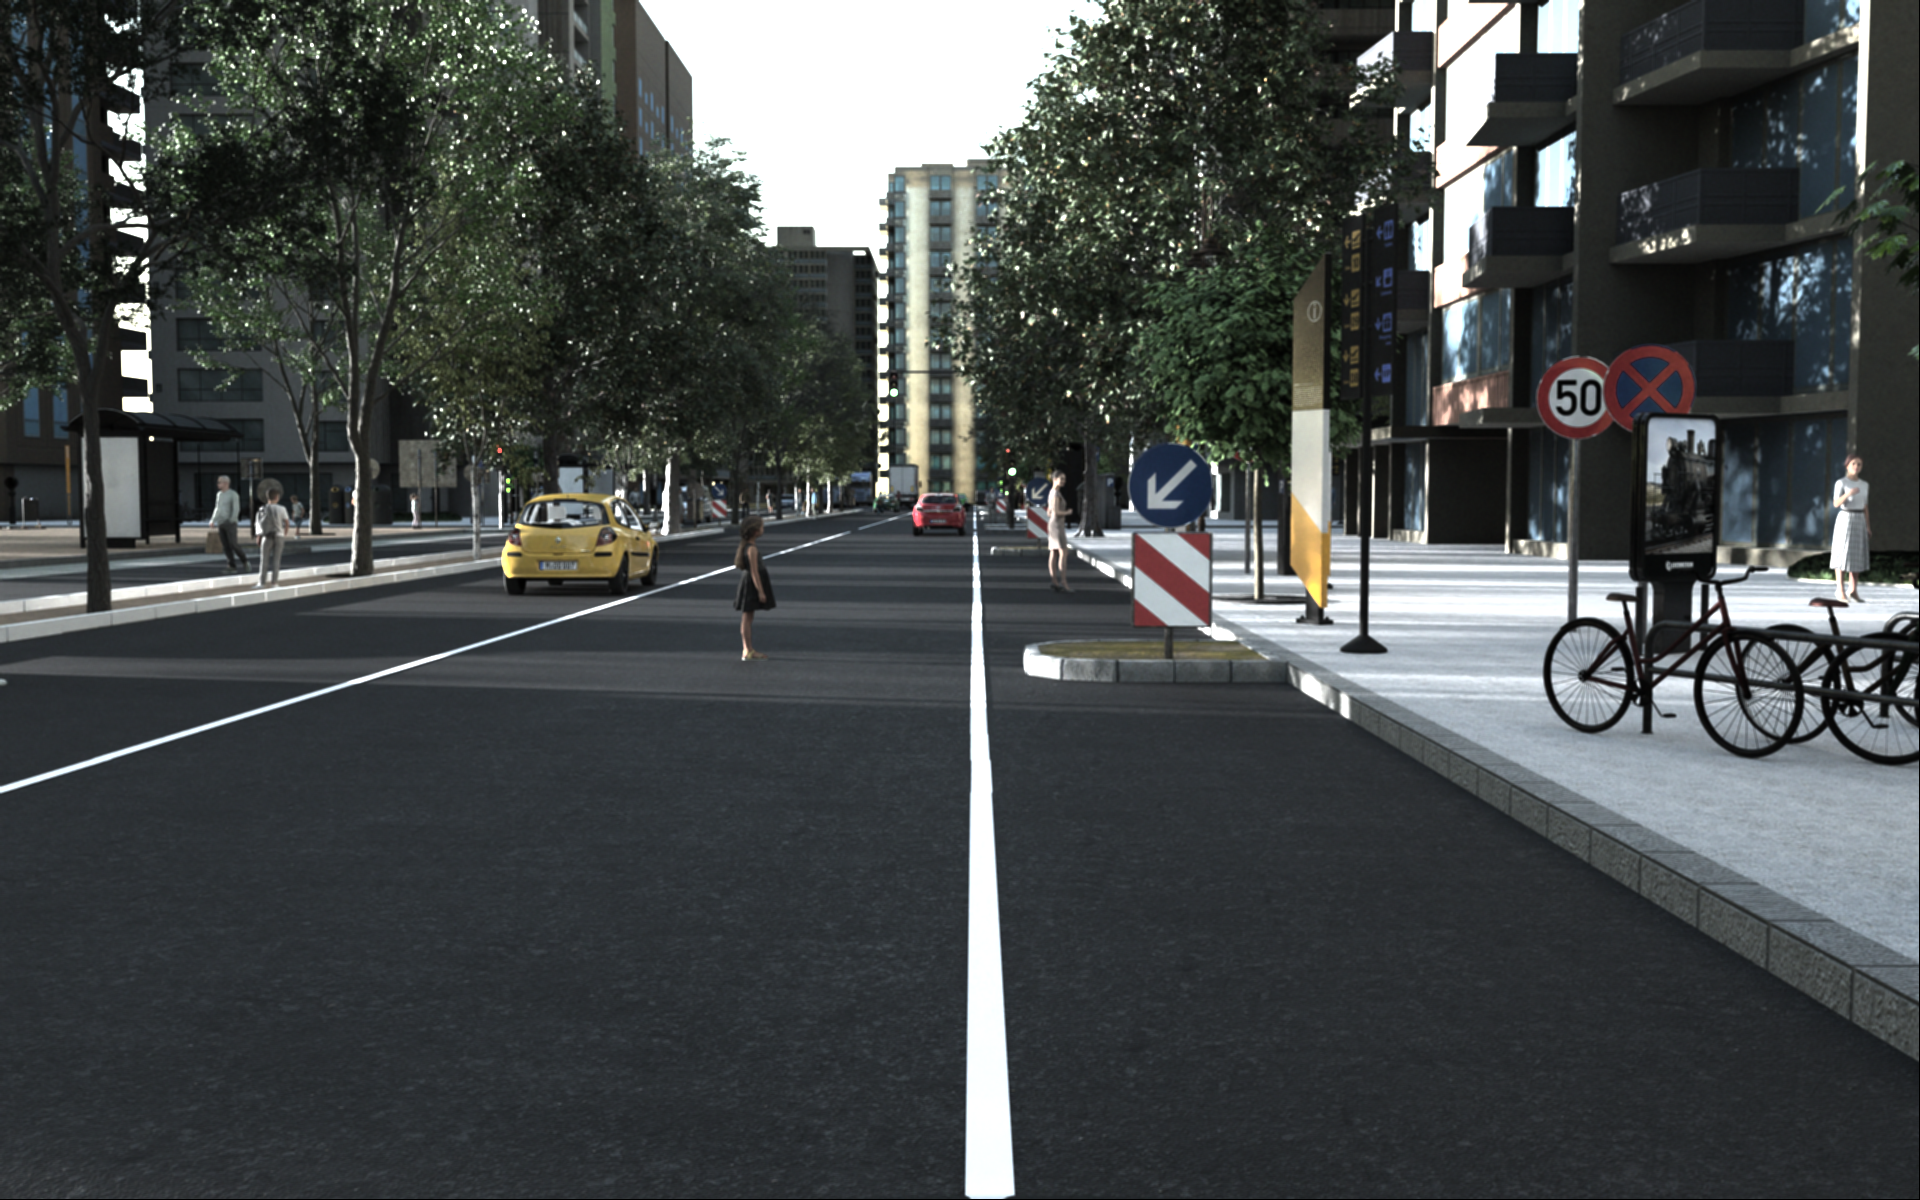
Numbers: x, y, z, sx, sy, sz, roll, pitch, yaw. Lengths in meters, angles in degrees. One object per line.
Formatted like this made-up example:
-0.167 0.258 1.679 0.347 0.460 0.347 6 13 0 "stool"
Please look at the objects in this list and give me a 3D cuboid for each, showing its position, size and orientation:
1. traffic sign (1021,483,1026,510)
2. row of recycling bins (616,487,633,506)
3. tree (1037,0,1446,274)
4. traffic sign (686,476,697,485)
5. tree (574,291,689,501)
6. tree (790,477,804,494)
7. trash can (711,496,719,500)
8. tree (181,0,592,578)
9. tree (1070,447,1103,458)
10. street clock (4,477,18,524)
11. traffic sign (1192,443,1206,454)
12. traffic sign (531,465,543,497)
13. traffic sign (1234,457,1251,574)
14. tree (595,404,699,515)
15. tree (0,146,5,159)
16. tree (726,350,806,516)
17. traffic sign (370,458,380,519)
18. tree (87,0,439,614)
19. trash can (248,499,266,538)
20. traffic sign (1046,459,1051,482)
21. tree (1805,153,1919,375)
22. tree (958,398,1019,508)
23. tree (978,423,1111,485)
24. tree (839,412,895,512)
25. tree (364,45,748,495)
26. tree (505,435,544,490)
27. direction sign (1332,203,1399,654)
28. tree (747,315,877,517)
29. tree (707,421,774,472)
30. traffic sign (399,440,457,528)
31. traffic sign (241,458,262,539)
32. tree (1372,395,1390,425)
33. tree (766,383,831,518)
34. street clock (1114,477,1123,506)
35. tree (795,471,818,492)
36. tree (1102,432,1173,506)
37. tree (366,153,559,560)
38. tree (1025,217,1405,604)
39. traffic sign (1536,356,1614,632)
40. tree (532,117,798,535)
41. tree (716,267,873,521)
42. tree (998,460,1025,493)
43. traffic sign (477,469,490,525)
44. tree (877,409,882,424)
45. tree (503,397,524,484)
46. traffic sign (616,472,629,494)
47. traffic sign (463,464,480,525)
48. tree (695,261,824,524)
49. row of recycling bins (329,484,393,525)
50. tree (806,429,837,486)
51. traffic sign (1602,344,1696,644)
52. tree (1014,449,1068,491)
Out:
5.103 -8.308 135.941 0.768 2.556 0.104 0 4 6 "traffic sign"
-20.088 -5.905 103.667 1.069 1.692 3.534 -1 4 -9 "row of recycling bins"
4.371 -7.126 33.524 9.611 12.733 9.660 0 3 0 "tree"
-19.053 -7.517 123.006 0.768 2.556 0.104 0 4 2 "traffic sign"
-10.194 -6.101 52.565 4.360 8.622 3.978 0 3 0 "tree"
-18.440 -12.239 194.701 1.663 3.219 1.824 0 3 0 "tree"
-18.251 -7.167 128.837 0.748 1.137 0.748 0 3 0 "trash can"
-10.184 -6.185 29.344 9.928 11.665 9.643 0 3 0 "tree"
10.176 -11.636 140.613 4.360 8.622 3.978 0 3 0 "tree"
-40.286 -4.222 73.600 0.471 2.002 0.358 0 4 -5 "street clock"
5.711 -2.620 42.936 0.768 2.556 0.104 0 4 3 "traffic sign"
-18.669 -4.681 76.534 0.884 2.594 0.081 0 4 8 "traffic sign"
4.632 -1.695 27.827 0.768 2.556 0.104 1 4 9 "traffic sign"
-18.792 -11.360 103.866 7.486 12.596 7.792 0 3 0 "tree"
-10.497 -3.768 14.424 4.360 8.622 3.978 0 3 0 "tree"
-9.769 -8.004 83.682 4.360 8.622 3.978 0 3 0 "tree"
-20.967 -3.757 61.535 0.768 2.556 0.104 1 4 9 "traffic sign"
-10.111 -5.111 20.431 8.767 10.594 7.601 0 4 0 "tree"
-20.652 -2.419 51.199 0.748 1.137 0.748 0 3 0 "trash can"
5.833 -6.186 95.008 2.265 3.308 0.079 0 4 2 "traffic sign"
3.624 -0.638 5.036 1.663 3.219 1.824 0 3 0 "tree"
4.948 -14.954 154.870 12.009 13.543 11.850 0 3 0 "tree"
5.058 -10.282 86.230 7.486 12.596 7.792 0 3 0 "tree"
-9.194 -12.142 135.384 8.767 10.594 7.601 0 4 0 "tree"
-10.515 -7.633 44.270 9.611 12.733 9.660 0 3 0 "tree"
-24.226 -6.945 97.258 4.285 4.588 4.351 0 3 0 "tree"
3.285 -1.345 13.989 0.379 3.537 0.876 -1 4 -15 "direction sign"
-9.423 -11.433 107.512 7.486 12.596 7.792 0 3 0 "tree"
-18.582 -12.923 145.699 7.601 10.594 8.767 -1 4 -12 "tree"
-19.979 -4.350 64.999 2.265 3.308 0.079 1 4 8 "traffic sign"
-20.075 -2.872 49.093 0.606 2.300 0.079 0 4 2 "traffic sign"
15.555 -6.676 59.518 4.737 8.622 4.395 0 3 0 "tree"
-9.561 -9.090 101.433 4.737 8.622 4.395 0 3 0 "tree"
6.513 -4.100 71.612 0.358 2.002 0.471 2 4 34 "street clock"
-18.079 -13.600 206.072 4.285 4.588 4.351 0 3 0 "tree"
9.292 -7.616 74.886 4.737 8.622 4.395 0 3 0 "tree"
-10.373 -5.140 36.856 4.737 8.622 4.395 0 3 0 "tree"
3.674 -2.266 20.761 4.285 4.588 4.351 0 3 0 "tree"
5.710 -0.977 16.076 0.768 2.556 0.104 0 4 4 "traffic sign"
-9.990 -9.206 59.637 9.857 13.997 8.962 0 3 0 "tree"
-9.716 -11.009 92.828 12.009 13.543 11.850 0 3 0 "tree"
5.233 -7.947 113.652 4.285 4.588 4.351 0 3 0 "tree"
-19.656 -4.236 71.381 0.606 2.300 0.079 0 4 3 "traffic sign"
-9.717 -12.184 119.784 7.486 12.596 7.792 0 3 0 "tree"
-27.929 -9.398 104.017 4.360 8.622 3.978 0 3 0 "tree"
-19.378 -6.075 99.427 0.768 2.556 0.104 1 4 10 "traffic sign"
-20.463 -4.438 72.670 0.768 2.556 0.104 0 4 5 "traffic sign"
-9.763 -9.008 75.493 9.928 11.665 9.643 0 3 0 "tree"
-25.308 -4.038 73.132 3.534 1.692 1.069 2 4 31 "row of recycling bins"
-9.859 -9.837 113.647 4.360 8.622 3.978 0 3 0 "tree"
5.858 -0.899 14.809 0.768 2.556 0.104 0 4 6 "traffic sign"
5.252 -10.938 129.198 4.737 8.622 4.395 0 3 0 "tree"
